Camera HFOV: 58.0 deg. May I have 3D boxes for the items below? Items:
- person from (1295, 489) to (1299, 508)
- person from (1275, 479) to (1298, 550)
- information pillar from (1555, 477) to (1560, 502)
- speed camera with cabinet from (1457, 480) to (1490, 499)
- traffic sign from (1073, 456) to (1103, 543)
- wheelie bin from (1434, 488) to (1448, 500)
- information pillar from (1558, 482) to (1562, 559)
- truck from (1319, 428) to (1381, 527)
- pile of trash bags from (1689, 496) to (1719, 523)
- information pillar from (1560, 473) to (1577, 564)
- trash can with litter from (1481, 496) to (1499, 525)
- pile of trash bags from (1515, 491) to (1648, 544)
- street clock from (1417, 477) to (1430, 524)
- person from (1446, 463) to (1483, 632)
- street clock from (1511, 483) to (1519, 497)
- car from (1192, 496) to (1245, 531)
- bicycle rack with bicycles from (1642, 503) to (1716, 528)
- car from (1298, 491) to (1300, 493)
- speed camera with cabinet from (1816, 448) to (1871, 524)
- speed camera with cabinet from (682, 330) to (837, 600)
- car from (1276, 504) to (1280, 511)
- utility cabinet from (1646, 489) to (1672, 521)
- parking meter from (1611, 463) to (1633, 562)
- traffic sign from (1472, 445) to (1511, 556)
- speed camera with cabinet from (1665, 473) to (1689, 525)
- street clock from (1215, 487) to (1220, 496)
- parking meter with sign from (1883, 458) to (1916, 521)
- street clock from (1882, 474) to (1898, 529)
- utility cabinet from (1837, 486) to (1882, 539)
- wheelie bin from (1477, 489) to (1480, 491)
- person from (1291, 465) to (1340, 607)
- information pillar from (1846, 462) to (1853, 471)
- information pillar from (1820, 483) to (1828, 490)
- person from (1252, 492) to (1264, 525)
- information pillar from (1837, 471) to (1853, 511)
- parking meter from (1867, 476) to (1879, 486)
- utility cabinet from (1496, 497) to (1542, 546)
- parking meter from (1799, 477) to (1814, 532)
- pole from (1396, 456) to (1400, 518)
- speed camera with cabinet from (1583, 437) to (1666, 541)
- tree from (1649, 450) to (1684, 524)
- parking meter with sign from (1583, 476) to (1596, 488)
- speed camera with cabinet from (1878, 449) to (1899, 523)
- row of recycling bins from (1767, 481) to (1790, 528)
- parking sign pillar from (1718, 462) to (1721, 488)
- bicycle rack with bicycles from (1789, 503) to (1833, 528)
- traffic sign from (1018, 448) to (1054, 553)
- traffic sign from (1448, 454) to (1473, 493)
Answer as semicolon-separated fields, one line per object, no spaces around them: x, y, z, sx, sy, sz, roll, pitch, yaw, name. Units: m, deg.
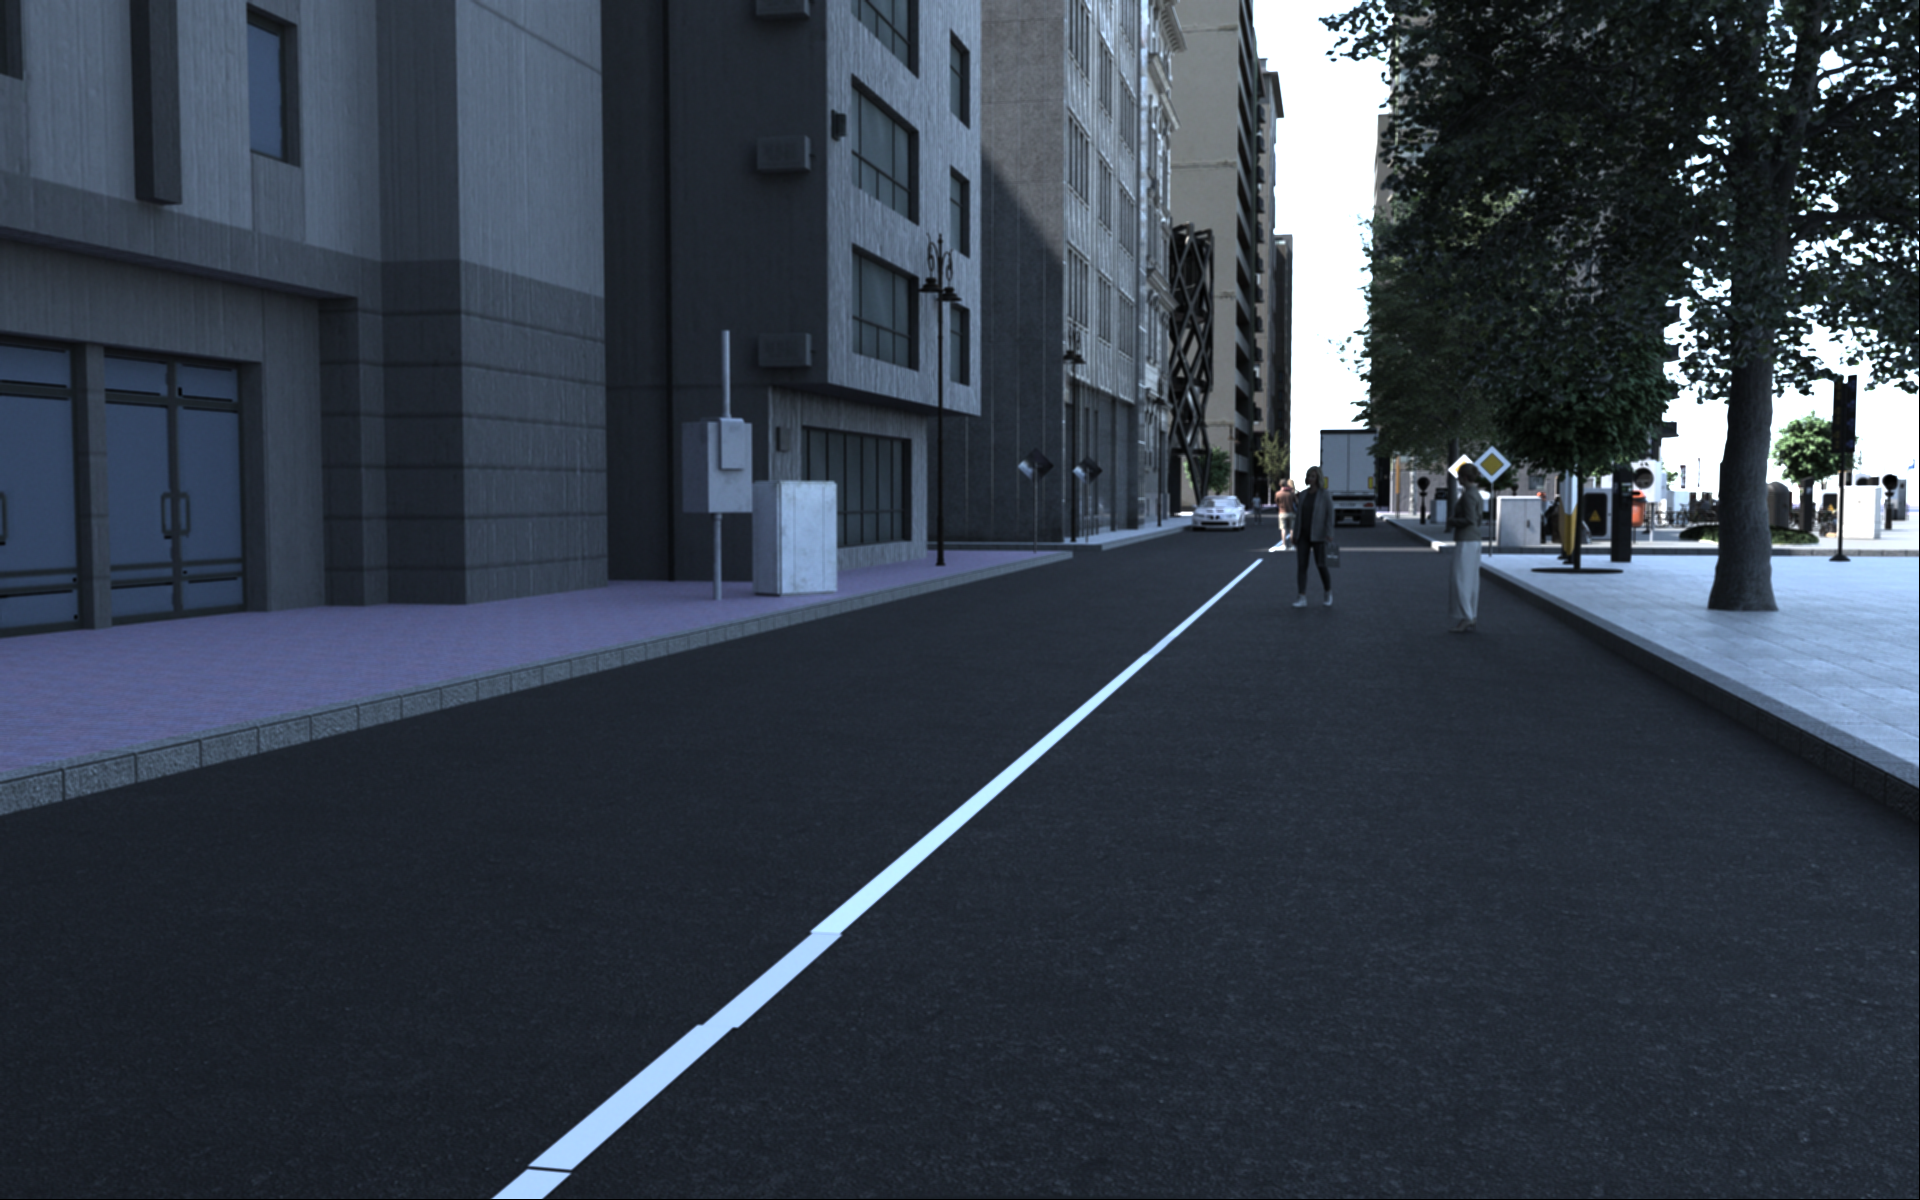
27.314;-8.057;140.169;1.348;1.831;0.705;1;4;19;person
8.409;-2.196;44.384;0.573;1.828;0.580;3;5;42;person
25.735;-4.269;74.290;0.304;2.012;0.304;3;5;44;information pillar
27.464;-6.014;92.662;2.038;3.252;0.660;1;4;16;speed camera with cabinet
3.338;-2.555;45.420;0.795;2.450;0.064;1;4;12;traffic sign
24.950;-4.998;89.627;0.980;1.594;0.693;2;4;34;wheelie bin
11.880;-2.608;33.990;0.183;3.616;0.504;0;4;6;information pillar
17.881;-5.536;79.431;2.839;4.237;11.283;1;4;13;truck
37.960;-4.705;86.672;3.447;1.369;1.912;2;4;23;pile of trash bags
11.261;-2.468;31.712;0.183;3.616;0.504;3;5;40;information pillar
21.777;-3.716;71.822;2.233;1.210;1.678;1;4;12;trash can with litter
15.961;-2.147;44.859;3.447;1.369;1.912;2;4;24;pile of trash bags
19.640;-4.212;73.431;0.471;2.002;0.358;0;4;4;street clock
5.279;-0.558;18.165;0.362;1.759;0.519;2;4;29;person
36.516;-6.700;114.111;0.471;2.002;0.358;0;4;0;street clock
10.290;-3.445;68.693;2.083;1.381;4.827;1;4;13;car
27.488;-3.217;65.981;2.852;0.926;2.925;-2;4;-27;bicycle rack with bicycles
40.305;-11.852;202.447;2.281;1.827;5.304;1;4;11;car
38.290;-4.936;75.039;2.038;3.252;0.660;1;4;13;speed camera with cabinet
-2.487;-1.672;21.670;2.038;3.252;0.660;-3;5;-45;speed camera with cabinet
28.037;-8.492;148.436;1.945;1.707;3.694;1;4;14;car
33.126;-4.489;82.080;0.318;1.500;1.173;-2;4;-32;utility cabinet
12.493;-1.650;32.683;0.255;1.863;0.399;0;4;-3;parking meter
10.911;-1.954;35.583;0.795;2.450;0.064;1;4;12;traffic sign
29.664;-4.787;72.599;2.038;3.252;0.660;-2;4;-28;speed camera with cabinet
16.563;-6.534;111.402;0.358;2.002;0.471;1;4;13;street clock
45.535;-5.369;84.048;1.738;3.016;0.543;-2;4;-29;parking meter with sign
33.771;-3.571;62.954;0.471;2.002;0.358;1;4;12;street clock
25.756;-2.504;49.619;0.318;1.500;1.173;-2;4;-26;utility cabinet
33.972;-6.521;114.521;0.980;1.594;0.693;0;4;6;wheelie bin
4.578;-0.819;22.066;0.709;1.800;0.728;3;5;43;person
41.498;-5.484;81.019;0.504;3.616;0.183;0;4;5;information pillar
55.486;-6.531;111.274;0.304;2.012;0.304;-2;4;-28;information pillar
14.009;-4.302;81.429;0.503;1.515;0.523;-3;4;-36;person
28.442;-3.131;55.685;0.304;2.012;0.304;-1;4;-15;information pillar
29.868;-3.118;56.698;0.255;1.863;0.399;0;4;5;parking meter
13.806;-1.934;42.787;1.020;1.237;0.306;0;4;0;utility cabinet
28.552;-3.226;58.450;0.399;1.863;0.255;-1;4;-9;parking meter
23.350;-6.024;92.343;0.158;3.312;0.155;0;3;0;pole
18.074;-3.248;47.433;2.038;3.252;0.660;3;4;38;speed camera with cabinet
30.650;-4.972;75.893;1.663;3.219;1.824;0;3;0;tree
27.187;-4.825;75.153;1.738;3.016;0.543;2;4;31;parking meter with sign
40.373;-5.009;76.231;2.038;3.252;0.660;-2;4;-25;speed camera with cabinet
26.310;-3.057;57.099;1.069;1.692;3.534;0;4;5;row of recycling bins
44.838;-6.865;100.709;1.447;3.967;1.447;-3;5;-41;parking sign pillar
35.135;-3.601;72.263;2.852;0.926;2.925;1;4;22;bicycle rack with bicycles
1.638;-2.078;37.617;0.795;2.450;0.064;1;4;12;traffic sign
12.611;-2.431;43.386;0.795;2.450;0.064;1;4;12;traffic sign
